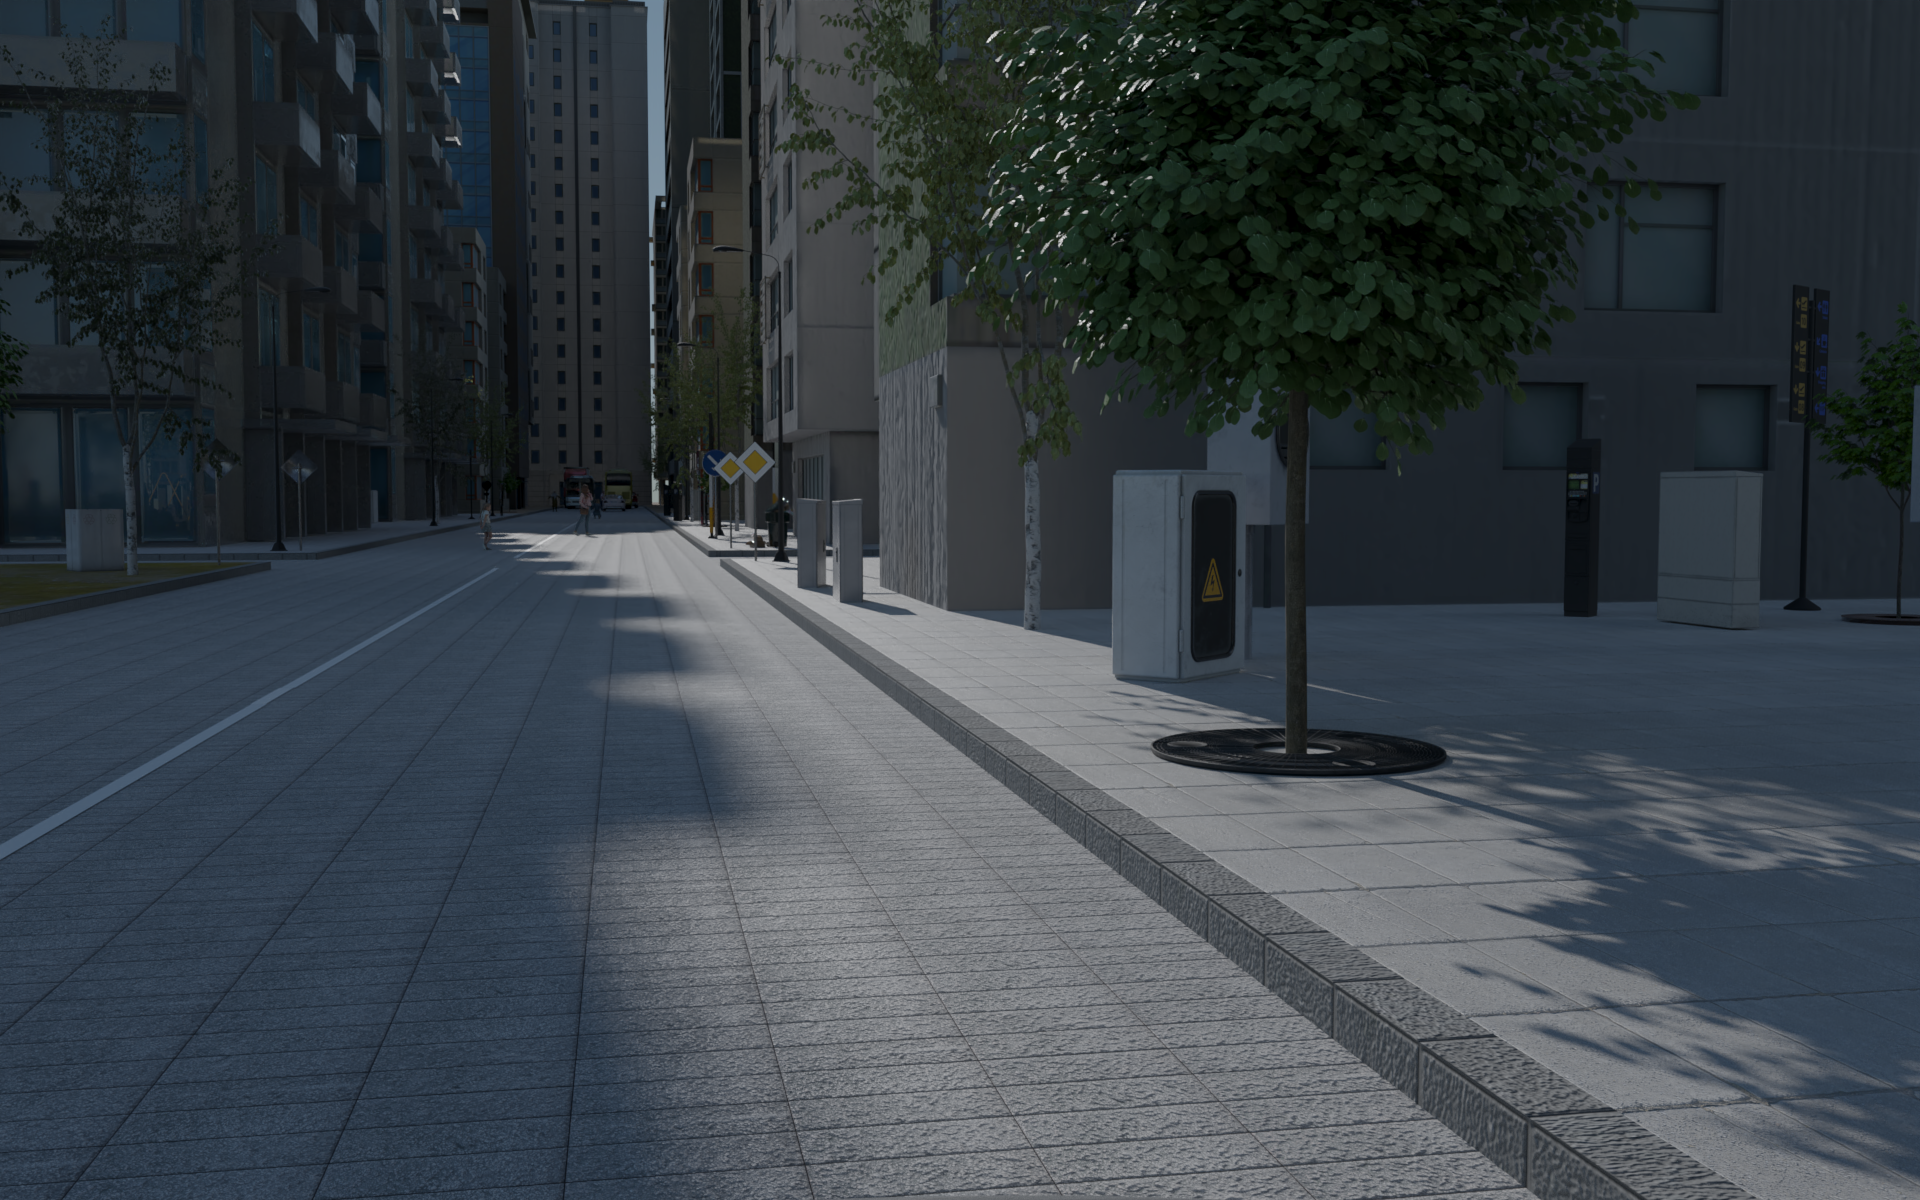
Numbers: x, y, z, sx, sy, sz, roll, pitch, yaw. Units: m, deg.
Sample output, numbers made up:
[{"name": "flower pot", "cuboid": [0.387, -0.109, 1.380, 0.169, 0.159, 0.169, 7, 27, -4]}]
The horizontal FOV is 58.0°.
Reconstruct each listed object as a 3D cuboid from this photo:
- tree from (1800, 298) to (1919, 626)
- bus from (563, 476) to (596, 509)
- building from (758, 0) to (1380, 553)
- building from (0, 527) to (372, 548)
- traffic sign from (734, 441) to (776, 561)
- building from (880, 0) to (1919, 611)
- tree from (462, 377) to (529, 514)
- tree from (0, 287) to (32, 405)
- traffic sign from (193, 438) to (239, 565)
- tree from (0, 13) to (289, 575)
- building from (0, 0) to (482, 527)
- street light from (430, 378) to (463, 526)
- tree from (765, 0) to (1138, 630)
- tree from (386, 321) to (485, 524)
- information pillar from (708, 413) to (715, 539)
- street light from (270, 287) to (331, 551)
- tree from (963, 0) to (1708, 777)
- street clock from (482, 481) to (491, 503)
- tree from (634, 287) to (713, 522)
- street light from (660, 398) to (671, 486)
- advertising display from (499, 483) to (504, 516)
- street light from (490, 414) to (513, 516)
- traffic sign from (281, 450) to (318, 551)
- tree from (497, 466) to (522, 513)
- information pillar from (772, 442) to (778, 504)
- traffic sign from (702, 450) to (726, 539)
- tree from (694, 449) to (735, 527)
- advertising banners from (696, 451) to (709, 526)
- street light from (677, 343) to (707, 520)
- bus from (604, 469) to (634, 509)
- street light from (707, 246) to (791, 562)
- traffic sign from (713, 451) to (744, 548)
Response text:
[{"name": "tree", "cuboid": [9.300, -1.391, 17.348, 1.663, 3.219, 1.824, 0, 3, 0]}, {"name": "bus", "cuboid": [-36.680, -10.559, 167.506, 2.948, 3.499, 13.247, -1, 4, -11]}, {"name": "building", "cuboid": [1.961, -22.233, 47.101, 14.086, 41.232, 14.154, -1, 4, -11]}, {"name": "building", "cuboid": [-29.965, -26.380, 50.916, 23.786, 49.044, 30.456, -1, 4, -11]}, {"name": "traffic sign", "cuboid": [-3.902, -1.796, 33.013, 0.795, 2.450, 0.064, -1, 4, -11]}, {"name": "building", "cuboid": [5.459, -20.927, 25.756, 14.154, 41.232, 14.086, -1, 4, -11]}, {"name": "tree", "cuboid": [-29.755, -9.765, 110.015, 4.737, 8.622, 4.395, 0, 3, 0]}, {"name": "tree", "cuboid": [-13.208, -2.288, 21.129, 4.285, 4.588, 4.351, 0, 3, 0]}, {"name": "traffic sign", "cuboid": [-13.377, -1.687, 31.218, 0.795, 2.450, 0.064, -1, 4, -11]}, {"name": "tree", "cuboid": [-12.959, -4.690, 27.052, 4.360, 8.622, 3.978, 0, 3, 0]}, {"name": "building", "cuboid": [-37.755, -28.679, 88.508, 23.786, 49.044, 30.456, -1, 4, -11]}, {"name": "street light", "cuboid": [-20.531, -5.914, 69.232, 1.470, 5.913, 1.316, -1, 4, -11]}, {"name": "tree", "cuboid": [0.477, -4.018, 16.057, 4.737, 8.622, 4.395, 0, 3, 0]}, {"name": "tree", "cuboid": [-22.285, -7.543, 73.689, 4.360, 8.622, 3.978, 0, 3, 0]}, {"name": "information pillar", "cuboid": [-7.178, -3.591, 50.063, 0.183, 3.616, 0.504, 0, 4, -1]}, {"name": "street light", "cuboid": [-14.796, -4.058, 38.894, 1.470, 5.913, 1.316, -1, 4, -11]}, {"name": "tree", "cuboid": [1.748, -1.511, 8.423, 4.285, 4.588, 4.351, 0, 3, 0]}, {"name": "street clock", "cuboid": [-25.330, -5.389, 92.684, 0.358, 2.002, 0.471, 3, 4, 39]}, {"name": "tree", "cuboid": [-7.950, -6.687, 59.694, 4.737, 8.622, 4.395, 0, 3, 0]}, {"name": "street light", "cuboid": [-13.833, -6.822, 84.086, 1.470, 5.913, 1.316, -1, 4, -11]}, {"name": "advertising display", "cuboid": [-27.094, -5.938, 102.293, 0.123, 1.923, 0.974, -1, 4, -23]}, {"name": "street light", "cuboid": [-26.450, -7.791, 99.923, 1.470, 5.913, 1.316, -1, 4, -11]}, {"name": "traffic sign", "cuboid": [-14.886, -2.166, 39.059, 0.795, 2.450, 0.064, -1, 4, -11]}, {"name": "tree", "cuboid": [-31.579, -7.718, 120.793, 1.663, 3.219, 1.824, 0, 3, 0]}, {"name": "information pillar", "cuboid": [-5.757, -3.878, 54.757, 0.183, 3.616, 0.504, 2, 4, 26]}, {"name": "traffic sign", "cuboid": [-7.005, -3.035, 49.720, 0.768, 2.556, 0.104, 0, 4, -1]}, {"name": "tree", "cuboid": [-9.686, -4.457, 67.478, 1.663, 3.219, 1.824, 0, 3, 0]}, {"name": "advertising banners", "cuboid": [-10.370, -4.493, 69.645, 0.090, 3.025, 2.074, -1, 4, -20]}, {"name": "street light", "cuboid": [-7.976, -4.942, 53.344, 1.470, 5.913, 1.316, -1, 4, -11]}, {"name": "bus", "cuboid": [-32.961, -10.749, 167.291, 2.896, 3.916, 12.252, -1, 4, -11]}, {"name": "street light", "cuboid": [-3.931, -3.677, 32.665, 1.470, 5.913, 1.316, -1, 4, -11]}, {"name": "traffic sign", "cuboid": [-5.411, -2.276, 40.855, 0.795, 2.450, 0.064, -1, 4, -11]}]
